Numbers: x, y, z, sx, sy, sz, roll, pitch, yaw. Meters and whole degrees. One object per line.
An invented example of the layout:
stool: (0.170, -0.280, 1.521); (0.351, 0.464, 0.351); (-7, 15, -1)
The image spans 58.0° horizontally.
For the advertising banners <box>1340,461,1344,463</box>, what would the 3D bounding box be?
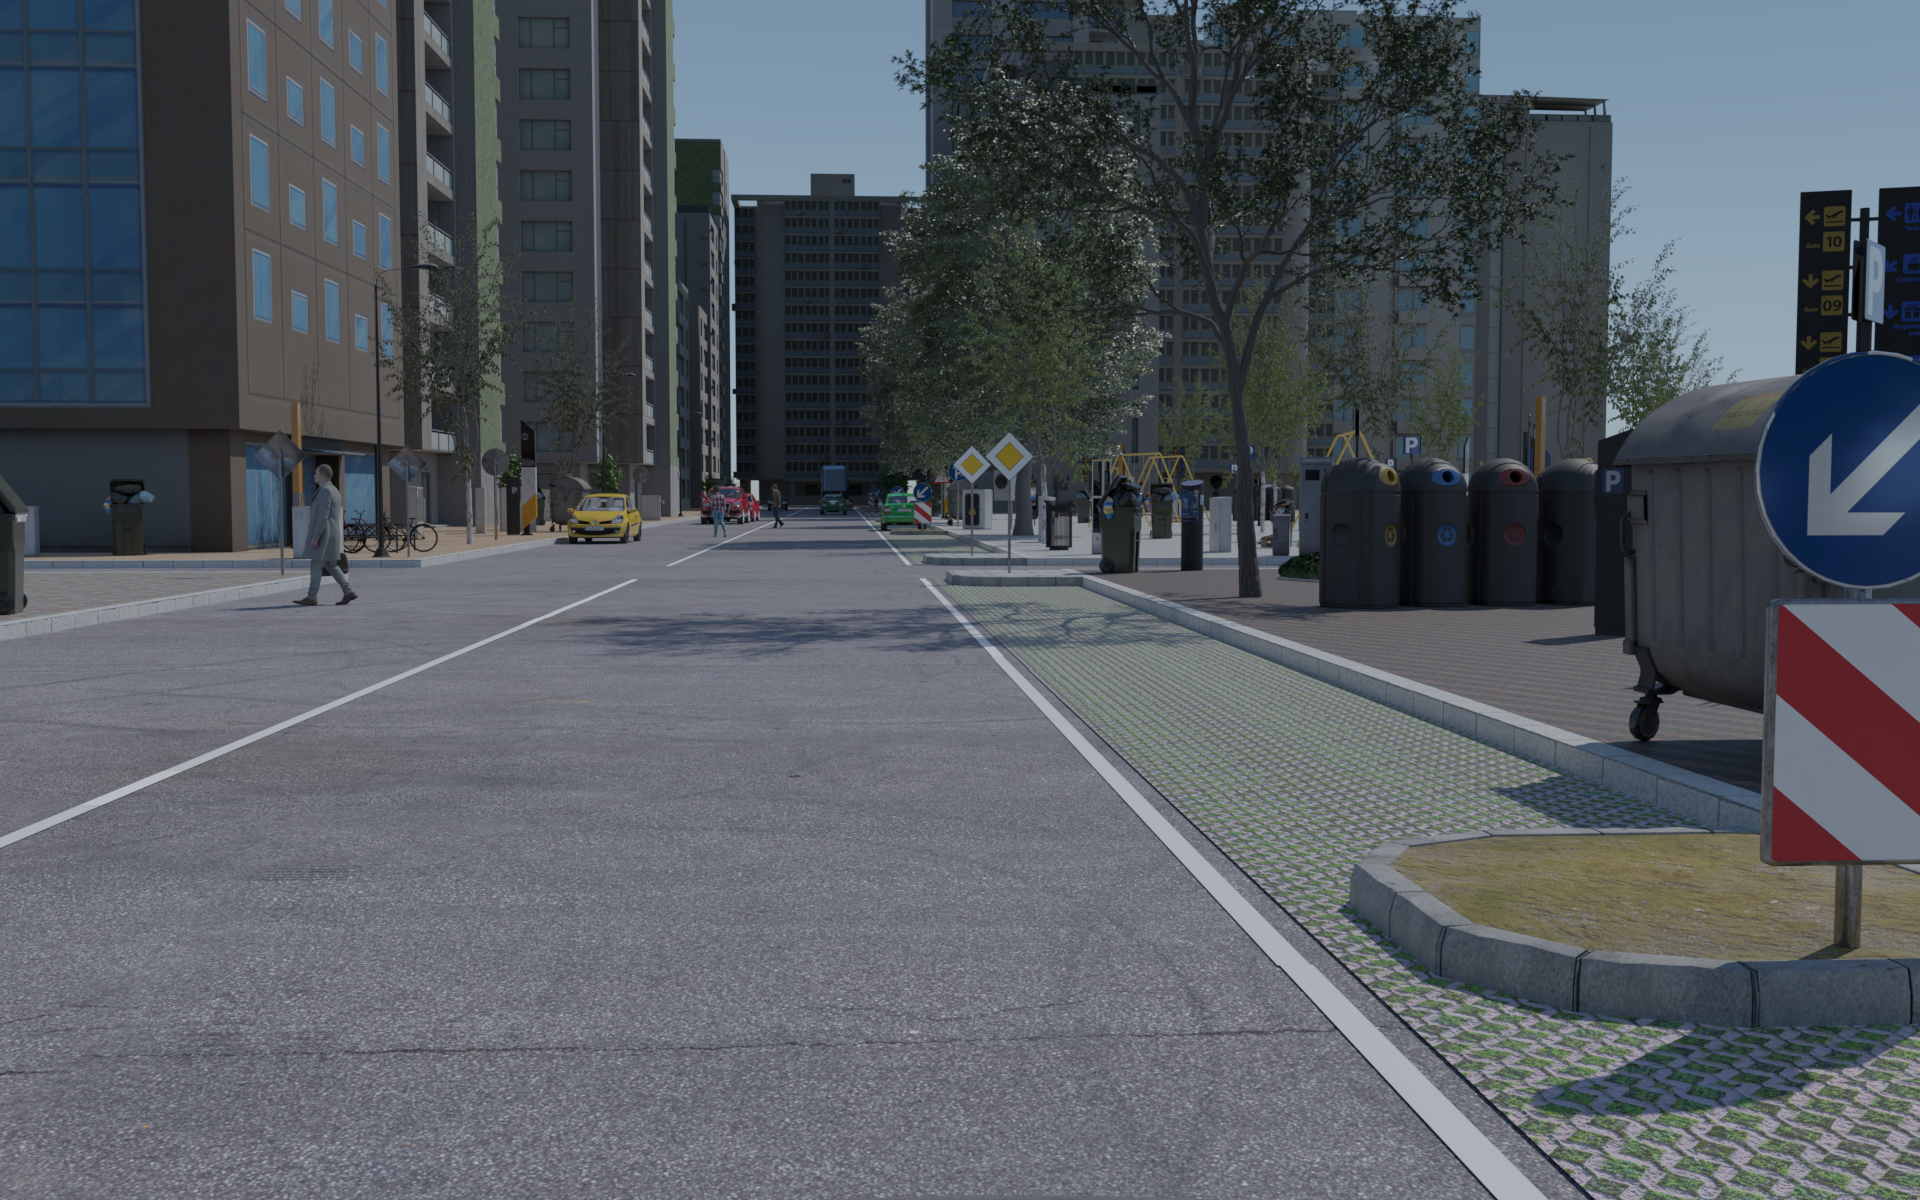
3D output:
advertising banners: (20.375, -5.772, 90.568); (0.090, 3.025, 2.074); (-1, 4, -18)

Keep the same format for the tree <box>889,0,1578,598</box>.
tree: (3.565, -5.333, 21.607); (8.767, 10.594, 7.601); (-1, 4, -13)

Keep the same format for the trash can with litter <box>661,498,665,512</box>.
trash can with litter: (-15.021, -4.547, 85.732); (0.624, 1.170, 1.055); (0, 4, 2)

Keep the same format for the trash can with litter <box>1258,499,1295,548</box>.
trash can with litter: (7.525, -1.837, 41.427); (0.624, 1.170, 1.055); (-2, 4, -30)

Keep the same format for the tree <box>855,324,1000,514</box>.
tree: (-1.649, -12.348, 112.254); (12.009, 13.543, 11.850); (0, 3, 0)

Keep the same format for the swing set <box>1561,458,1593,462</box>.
swing set: (27.408, -4.871, 77.259); (2.862, 2.851, 3.119); (0, 4, -3)

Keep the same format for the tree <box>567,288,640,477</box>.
tree: (-14.048, -6.886, 62.945); (4.360, 8.622, 3.978); (0, 3, 0)

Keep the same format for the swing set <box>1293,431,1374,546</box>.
swing set: (9.815, -2.824, 43.791); (2.862, 2.851, 3.119); (0, 4, 5)

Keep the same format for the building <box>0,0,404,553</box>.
building: (-22.962, -24.022, 42.873); (14.600, 45.320, 14.200); (0, 4, -4)

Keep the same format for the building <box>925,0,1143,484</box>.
building: (7.098, -38.398, 169.813); (21.231, 58.520, 28.212); (0, 4, -4)

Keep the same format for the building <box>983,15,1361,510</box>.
building: (14.237, -27.698, 144.746); (32.217, 40.220, 23.993); (0, 4, -4)

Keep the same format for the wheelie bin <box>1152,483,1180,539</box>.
wheelie bin: (5.834, -2.566, 49.869); (0.980, 1.594, 0.693); (0, 4, 3)

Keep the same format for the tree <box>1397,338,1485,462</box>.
tree: (22.936, -8.078, 82.432); (4.737, 8.622, 4.395); (0, 3, 0)

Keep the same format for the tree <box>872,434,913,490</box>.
tree: (-5.615, -12.356, 152.384); (4.737, 8.622, 4.395); (0, 3, 0)

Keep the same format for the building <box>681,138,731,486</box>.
building: (-34.152, -31.710, 202.058); (14.086, 41.232, 14.154); (0, 4, -4)

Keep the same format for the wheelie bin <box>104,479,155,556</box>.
wheelie bin: (-17.338, -1.728, 36.164); (0.980, 1.594, 0.693); (-2, 4, -23)

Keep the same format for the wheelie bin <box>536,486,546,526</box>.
wheelie bin: (-17.276, -3.822, 70.392); (0.980, 1.594, 0.693); (2, 4, 34)

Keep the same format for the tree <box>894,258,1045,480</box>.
tree: (0.661, -9.768, 77.832); (7.486, 12.596, 7.792); (0, 3, 0)

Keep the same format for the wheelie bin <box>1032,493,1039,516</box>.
wheelie bin: (4.278, -5.669, 100.598); (0.693, 1.594, 0.980); (0, 4, -4)

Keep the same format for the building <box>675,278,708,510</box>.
building: (-37.230, -18.786, 152.192); (27.650, 21.520, 28.899); (0, 4, -4)

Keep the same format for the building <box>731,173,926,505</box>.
building: (-15.608, -31.856, 212.723); (23.993, 40.220, 32.217); (0, 4, -4)

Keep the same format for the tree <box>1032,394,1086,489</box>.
tree: (4.489, -8.568, 90.448); (4.360, 8.622, 3.978); (0, 3, 0)

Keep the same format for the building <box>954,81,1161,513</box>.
building: (6.424, -21.621, 125.207); (14.160, 30.474, 14.107); (0, 4, -4)

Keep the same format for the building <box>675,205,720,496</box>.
building: (-31.554, -24.655, 174.811); (14.107, 30.474, 14.160); (0, 4, -4)

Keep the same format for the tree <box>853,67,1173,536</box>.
tree: (2.061, -8.973, 53.364); (9.857, 13.997, 8.962); (0, 3, 0)

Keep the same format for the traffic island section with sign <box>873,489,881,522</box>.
traffic island section with sign: (-3.305, -4.860, 88.096); (1.989, 1.847, 2.006); (0, 4, -4)

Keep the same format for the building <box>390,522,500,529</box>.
building: (-25.763, -23.325, 64.960); (14.154, 41.232, 14.086); (0, 4, -4)

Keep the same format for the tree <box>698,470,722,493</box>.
tree: (-19.604, -8.577, 134.839); (1.663, 3.219, 1.824); (0, 3, 0)

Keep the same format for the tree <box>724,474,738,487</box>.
tree: (-21.728, -10.306, 163.111); (1.663, 3.219, 1.824); (0, 3, 0)

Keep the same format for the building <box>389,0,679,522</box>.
building: (-23.083, -25.078, 93.614); (14.154, 41.232, 14.086); (0, 4, -4)

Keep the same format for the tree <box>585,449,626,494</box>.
tree: (-15.076, -4.822, 73.445); (1.663, 3.219, 1.824); (0, 3, 0)

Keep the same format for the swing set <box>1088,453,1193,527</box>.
swing set: (6.948, -4.229, 66.763); (2.862, 2.851, 3.119); (-2, 4, -26)

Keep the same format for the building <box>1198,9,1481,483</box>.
building: (36.075, -33.953, 174.746); (30.456, 49.044, 23.786); (0, 4, -4)

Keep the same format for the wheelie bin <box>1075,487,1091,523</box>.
wheelie bin: (5.464, -4.198, 76.549); (0.693, 1.594, 0.980); (1, 4, 11)

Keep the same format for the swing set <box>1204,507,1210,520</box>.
swing set: (8.528, -4.516, 71.455); (2.862, 2.851, 3.119); (-1, 4, -19)

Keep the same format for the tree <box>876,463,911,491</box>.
tree: (-6.082, -10.739, 159.302); (4.285, 4.588, 4.351); (0, 3, 0)

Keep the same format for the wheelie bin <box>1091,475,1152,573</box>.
wheelie bin: (2.647, -1.247, 28.294); (0.693, 1.594, 0.980); (1, 4, 19)

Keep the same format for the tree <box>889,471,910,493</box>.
tree: (-4.987, -9.298, 146.624); (1.663, 3.219, 1.824); (0, 3, 0)

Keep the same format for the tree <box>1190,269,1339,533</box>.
tree: (10.325, -6.552, 57.483); (4.737, 8.622, 4.395); (0, 3, 0)

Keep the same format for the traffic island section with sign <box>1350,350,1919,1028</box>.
traffic island section with sign: (2.369, 0.186, 5.580); (1.989, 1.847, 2.006); (0, 4, -4)

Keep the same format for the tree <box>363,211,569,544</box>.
tree: (-12.824, -5.740, 44.206); (4.360, 8.622, 3.978); (0, 3, 0)

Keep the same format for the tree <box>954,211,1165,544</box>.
tree: (2.079, -5.740, 44.208); (4.737, 8.622, 4.395); (0, 3, 0)

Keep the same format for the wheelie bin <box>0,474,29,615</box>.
wheelie bin: (-10.381, -0.647, 18.489); (0.693, 1.594, 0.980); (-1, 4, -17)

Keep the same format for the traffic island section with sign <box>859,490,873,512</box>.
traffic island section with sign: (-8.561, -9.540, 164.607); (1.989, 1.847, 2.006); (0, 4, -4)

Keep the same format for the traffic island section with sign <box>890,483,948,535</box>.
traffic island section with sign: (-1.466, -3.216, 61.204); (1.989, 1.847, 2.006); (0, 4, -4)

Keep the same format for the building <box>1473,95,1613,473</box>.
building: (58.184, -30.433, 181.173); (14.086, 41.232, 14.154); (0, 4, -4)
